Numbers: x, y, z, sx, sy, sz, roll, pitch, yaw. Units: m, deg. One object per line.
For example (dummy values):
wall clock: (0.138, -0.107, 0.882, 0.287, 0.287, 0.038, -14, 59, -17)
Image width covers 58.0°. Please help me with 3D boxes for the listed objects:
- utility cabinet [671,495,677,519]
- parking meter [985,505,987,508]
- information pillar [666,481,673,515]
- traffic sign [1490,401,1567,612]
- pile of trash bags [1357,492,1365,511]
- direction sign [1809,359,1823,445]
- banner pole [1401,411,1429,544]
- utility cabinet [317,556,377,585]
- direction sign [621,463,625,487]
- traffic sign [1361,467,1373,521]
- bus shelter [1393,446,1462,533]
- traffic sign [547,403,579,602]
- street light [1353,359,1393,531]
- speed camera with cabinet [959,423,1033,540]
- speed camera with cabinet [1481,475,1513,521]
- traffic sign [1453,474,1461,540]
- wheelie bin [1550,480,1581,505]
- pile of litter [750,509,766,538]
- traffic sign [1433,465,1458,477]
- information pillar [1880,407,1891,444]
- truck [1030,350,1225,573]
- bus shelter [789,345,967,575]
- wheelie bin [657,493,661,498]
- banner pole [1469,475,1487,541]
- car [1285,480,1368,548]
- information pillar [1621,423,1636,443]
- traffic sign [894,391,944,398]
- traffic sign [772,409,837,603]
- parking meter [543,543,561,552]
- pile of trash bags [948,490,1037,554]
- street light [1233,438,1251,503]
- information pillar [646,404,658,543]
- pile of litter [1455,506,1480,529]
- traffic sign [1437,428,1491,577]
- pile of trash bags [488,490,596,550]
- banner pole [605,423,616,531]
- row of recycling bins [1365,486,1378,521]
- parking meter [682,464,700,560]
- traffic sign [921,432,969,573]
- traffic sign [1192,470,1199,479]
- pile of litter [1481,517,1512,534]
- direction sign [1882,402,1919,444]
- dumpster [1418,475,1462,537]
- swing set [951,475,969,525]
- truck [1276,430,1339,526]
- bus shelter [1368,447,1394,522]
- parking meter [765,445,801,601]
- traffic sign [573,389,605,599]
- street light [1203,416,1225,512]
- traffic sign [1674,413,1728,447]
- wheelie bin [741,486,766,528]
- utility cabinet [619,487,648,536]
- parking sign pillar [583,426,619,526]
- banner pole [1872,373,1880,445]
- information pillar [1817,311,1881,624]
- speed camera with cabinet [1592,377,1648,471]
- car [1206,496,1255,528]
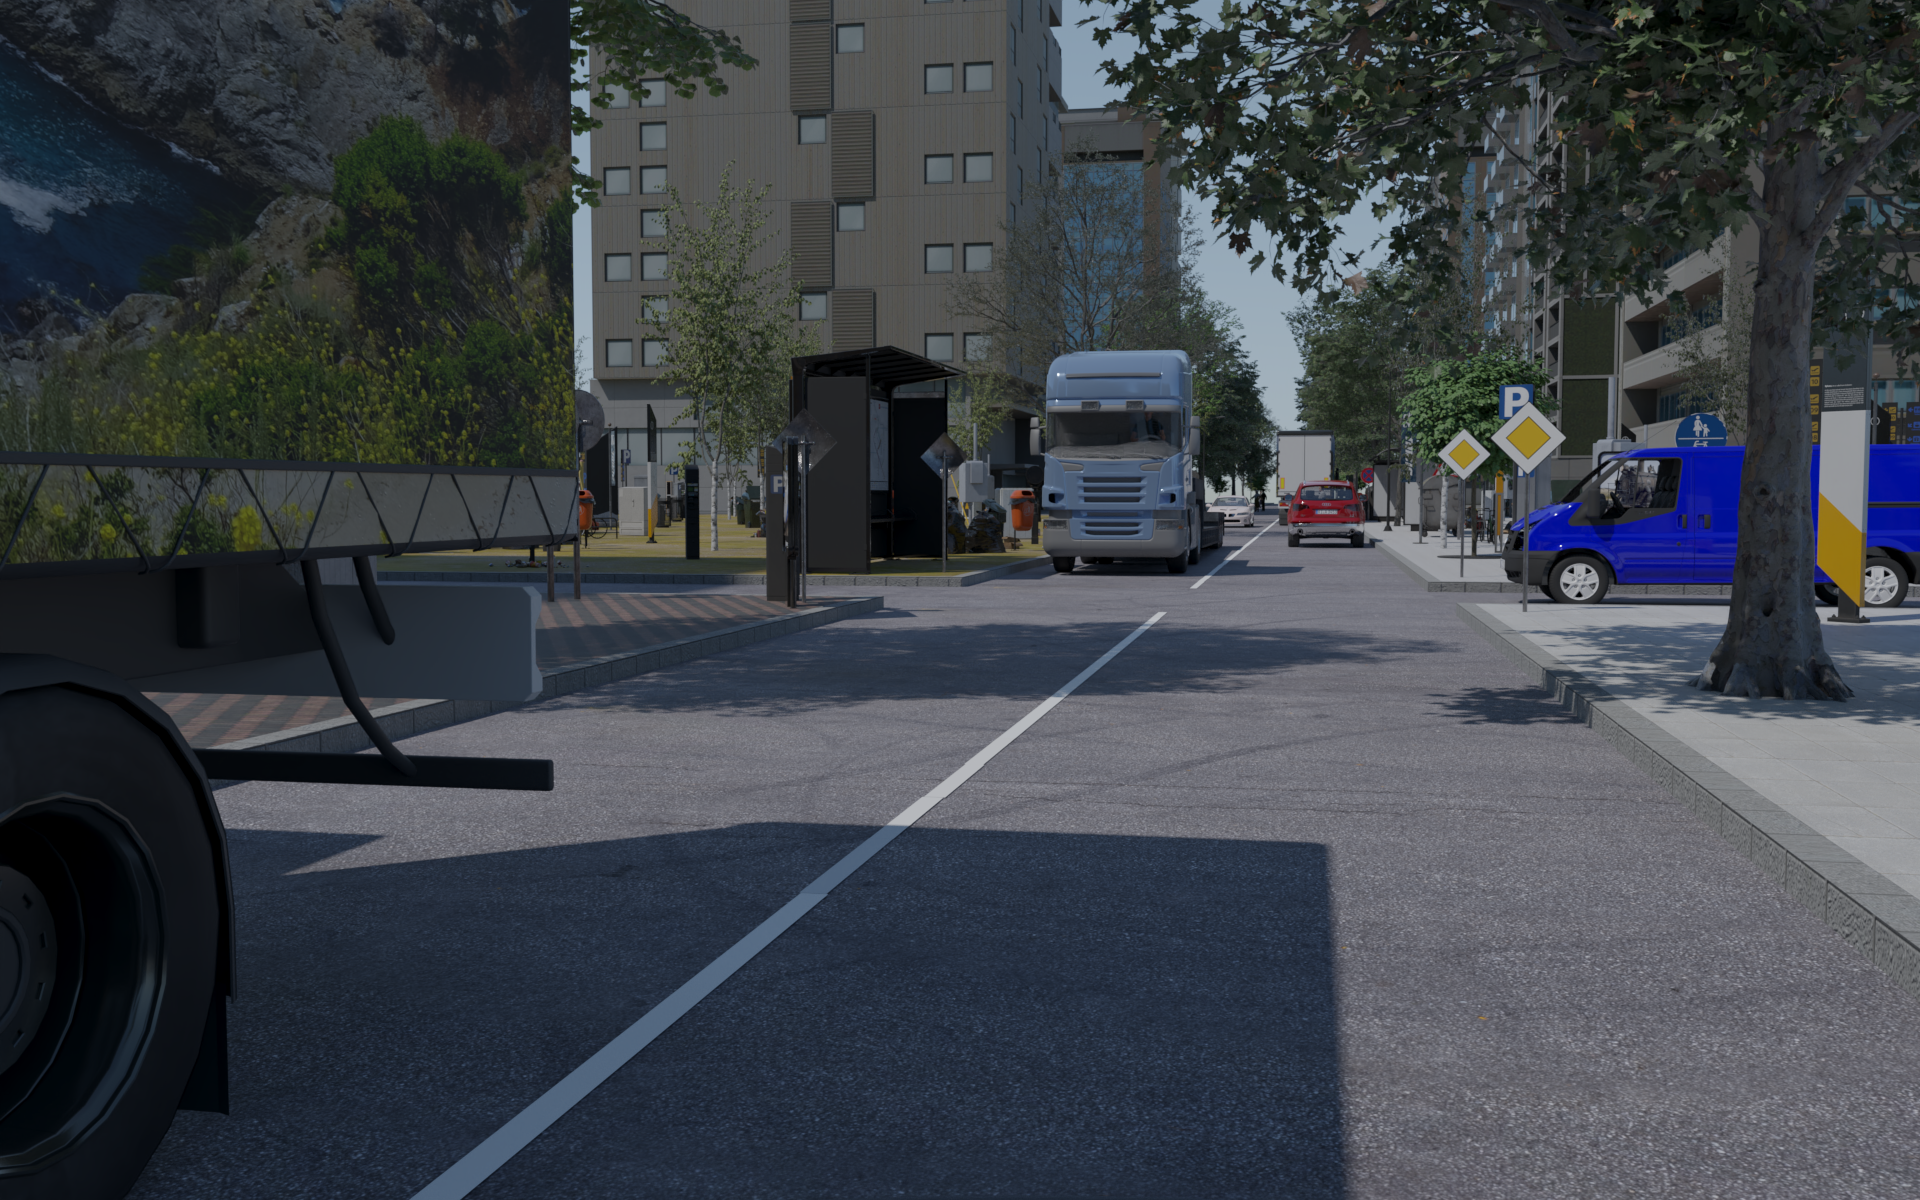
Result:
utility cabinet: (-15.080, -4.904, 91.339, 0.306, 1.237, 1.020, 0, 4, -8)
parking meter: (1.579, -5.299, 95.044, 0.372, 1.533, 0.369, 0, 3, 0)
information pillar: (-16.597, -5.780, 98.996, 0.304, 2.012, 0.304, 0, 4, 8)
traffic sign: (6.140, -0.925, 18.773, 0.795, 2.450, 0.064, 1, 4, 11)
pile of trash bags: (22.867, -5.366, 97.489, 1.912, 1.369, 3.447, 2, 4, 28)
direction sign: (14.467, -2.261, 28.960, 0.379, 3.537, 0.876, -3, 5, -43)
banner pole: (11.750, -3.352, 44.824, 0.401, 3.779, 0.863, -3, 5, -42)
utility cabinet: (-6.203, -0.367, 17.156, 0.306, 1.237, 1.020, 1, 4, 18)
direction sign: (-21.084, -7.113, 108.289, 0.379, 3.537, 0.876, -2, 4, -24)
traffic sign: (19.559, -5.064, 82.902, 0.768, 2.556, 0.104, 1, 4, 14)
bus shelter: (15.513, -3.851, 56.880, 2.014, 3.302, 5.546, 1, 4, 11)
traffic sign: (-4.879, -1.252, 20.579, 0.768, 2.556, 0.104, 1, 4, 16)
street light: (14.226, -5.327, 59.644, 1.470, 5.913, 1.316, 1, 4, 11)
speed camera with cabinet: (1.024, -3.327, 48.733, 2.038, 3.252, 0.660, -1, 4, -19)
speed camera with cabinet: (25.609, -5.385, 82.379, 2.038, 3.252, 0.660, -3, 5, -41)
traffic sign: (13.984, -2.959, 48.489, 0.768, 2.556, 0.104, 1, 4, 14)
wheelie bin: (13.289, -1.847, 38.106, 0.980, 1.594, 0.693, 1, 4, 11)
pile of litter: (-5.582, -2.276, 51.176, 1.176, 0.858, 1.719, -3, 5, -40)
traffic sign: (15.090, -3.285, 53.714, 0.884, 2.594, 0.081, 1, 4, 15)
information pillar: (22.419, -3.117, 42.312, 0.504, 3.616, 0.183, 3, 5, 45)
truck: (4.267, -2.971, 38.333, 2.967, 4.110, 18.799, 1, 4, 11)
bus shelter: (-1.324, -2.404, 30.587, 1.731, 3.624, 6.357, 1, 4, 11)
wheelie bin: (-12.982, -3.940, 72.323, 0.980, 1.594, 0.693, -1, 4, -11)
banner pole: (14.102, -3.487, 47.026, 0.863, 3.779, 0.401, -3, 4, -38)
car: (10.145, -2.407, 48.033, 2.281, 1.827, 5.304, 1, 4, 12)
information pillar: (21.866, -4.001, 56.775, 0.504, 3.616, 0.183, 1, 4, 15)
traffic sign: (-1.381, -2.491, 34.596, 2.265, 3.308, 0.079, 1, 4, 17)
traffic sign: (-1.839, -1.025, 20.402, 0.795, 2.450, 0.064, 1, 4, 11)
parking meter: (-9.103, -2.014, 38.636, 0.399, 1.863, 0.255, 0, 4, 3)
pile of trash bags: (0.287, -1.740, 38.200, 3.447, 1.369, 1.912, -3, 4, -38)
street light: (23.291, -10.484, 143.959, 1.470, 5.913, 1.316, 1, 4, 11)
information pillar: (-8.014, -3.286, 45.088, 0.183, 3.616, 0.504, 1, 4, 11)
pile of litter: (18.758, -3.067, 64.118, 1.719, 0.858, 1.176, 0, 4, -1)
traffic sign: (7.723, -1.404, 26.600, 0.795, 2.450, 0.064, 1, 4, 11)
pile of trash bags: (-10.229, -1.890, 40.654, 3.447, 1.369, 1.912, 0, 4, 7)
banner pole: (-12.196, -4.323, 60.700, 0.401, 3.779, 0.863, -2, 4, -26)
row of recycling bins: (20.381, -4.762, 84.966, 1.069, 1.692, 3.534, 1, 4, 16)
parking meter: (-5.256, -1.730, 33.990, 0.255, 1.863, 0.399, -1, 4, -14)
traffic sign: (-0.256, -1.504, 28.229, 0.795, 2.450, 0.064, 1, 4, 11)
traffic sign: (12.258, -5.600, 91.659, 0.768, 2.556, 0.104, 1, 4, 14)
pile of litter: (17.777, -2.542, 55.535, 1.176, 0.858, 1.719, -1, 4, -13)
direction sign: (23.172, -3.101, 42.700, 0.876, 3.537, 0.379, 2, 4, 28)
dumpster: (14.401, -2.817, 51.818, 1.264, 1.857, 1.865, 1, 4, 11)
swing set: (-1.696, -4.548, 71.973, 2.862, 2.851, 3.119, 3, 5, 41)
truck: (16.368, -5.668, 81.584, 2.839, 4.237, 11.283, 1, 4, 13)
bus shelter: (19.409, -5.123, 77.690, 2.014, 3.302, 5.546, 1, 4, 11)
parking meter: (-2.113, -0.922, 20.793, 0.399, 1.863, 0.255, 1, 4, 12)
traffic sign: (-4.672, -1.282, 21.061, 0.768, 2.556, 0.104, 1, 4, 18)
street light: (15.137, -8.013, 103.557, 1.470, 5.913, 1.316, 1, 4, 11)
traffic sign: (11.609, -1.657, 27.201, 0.768, 2.556, 0.104, 1, 4, 19)
wheelie bin: (-7.820, -3.522, 65.486, 0.980, 1.594, 0.693, -2, 4, -33)
utility cabinet: (-9.984, -2.722, 53.175, 1.173, 1.500, 0.318, 3, 5, 40)
parking sign pillar: (-14.233, -4.900, 68.593, 1.447, 3.967, 1.447, -2, 4, -31)
banner pole: (18.671, -2.803, 35.845, 0.863, 3.779, 0.401, 0, 4, 3)
information pillar: (8.845, -1.586, 17.283, 0.183, 3.616, 0.504, -2, 4, -30)
speed camera with cabinet: (11.441, -2.107, 28.792, 0.660, 3.252, 2.038, -1, 4, -21)
car: (11.794, -3.854, 75.371, 2.083, 1.381, 4.827, 1, 4, 12)
